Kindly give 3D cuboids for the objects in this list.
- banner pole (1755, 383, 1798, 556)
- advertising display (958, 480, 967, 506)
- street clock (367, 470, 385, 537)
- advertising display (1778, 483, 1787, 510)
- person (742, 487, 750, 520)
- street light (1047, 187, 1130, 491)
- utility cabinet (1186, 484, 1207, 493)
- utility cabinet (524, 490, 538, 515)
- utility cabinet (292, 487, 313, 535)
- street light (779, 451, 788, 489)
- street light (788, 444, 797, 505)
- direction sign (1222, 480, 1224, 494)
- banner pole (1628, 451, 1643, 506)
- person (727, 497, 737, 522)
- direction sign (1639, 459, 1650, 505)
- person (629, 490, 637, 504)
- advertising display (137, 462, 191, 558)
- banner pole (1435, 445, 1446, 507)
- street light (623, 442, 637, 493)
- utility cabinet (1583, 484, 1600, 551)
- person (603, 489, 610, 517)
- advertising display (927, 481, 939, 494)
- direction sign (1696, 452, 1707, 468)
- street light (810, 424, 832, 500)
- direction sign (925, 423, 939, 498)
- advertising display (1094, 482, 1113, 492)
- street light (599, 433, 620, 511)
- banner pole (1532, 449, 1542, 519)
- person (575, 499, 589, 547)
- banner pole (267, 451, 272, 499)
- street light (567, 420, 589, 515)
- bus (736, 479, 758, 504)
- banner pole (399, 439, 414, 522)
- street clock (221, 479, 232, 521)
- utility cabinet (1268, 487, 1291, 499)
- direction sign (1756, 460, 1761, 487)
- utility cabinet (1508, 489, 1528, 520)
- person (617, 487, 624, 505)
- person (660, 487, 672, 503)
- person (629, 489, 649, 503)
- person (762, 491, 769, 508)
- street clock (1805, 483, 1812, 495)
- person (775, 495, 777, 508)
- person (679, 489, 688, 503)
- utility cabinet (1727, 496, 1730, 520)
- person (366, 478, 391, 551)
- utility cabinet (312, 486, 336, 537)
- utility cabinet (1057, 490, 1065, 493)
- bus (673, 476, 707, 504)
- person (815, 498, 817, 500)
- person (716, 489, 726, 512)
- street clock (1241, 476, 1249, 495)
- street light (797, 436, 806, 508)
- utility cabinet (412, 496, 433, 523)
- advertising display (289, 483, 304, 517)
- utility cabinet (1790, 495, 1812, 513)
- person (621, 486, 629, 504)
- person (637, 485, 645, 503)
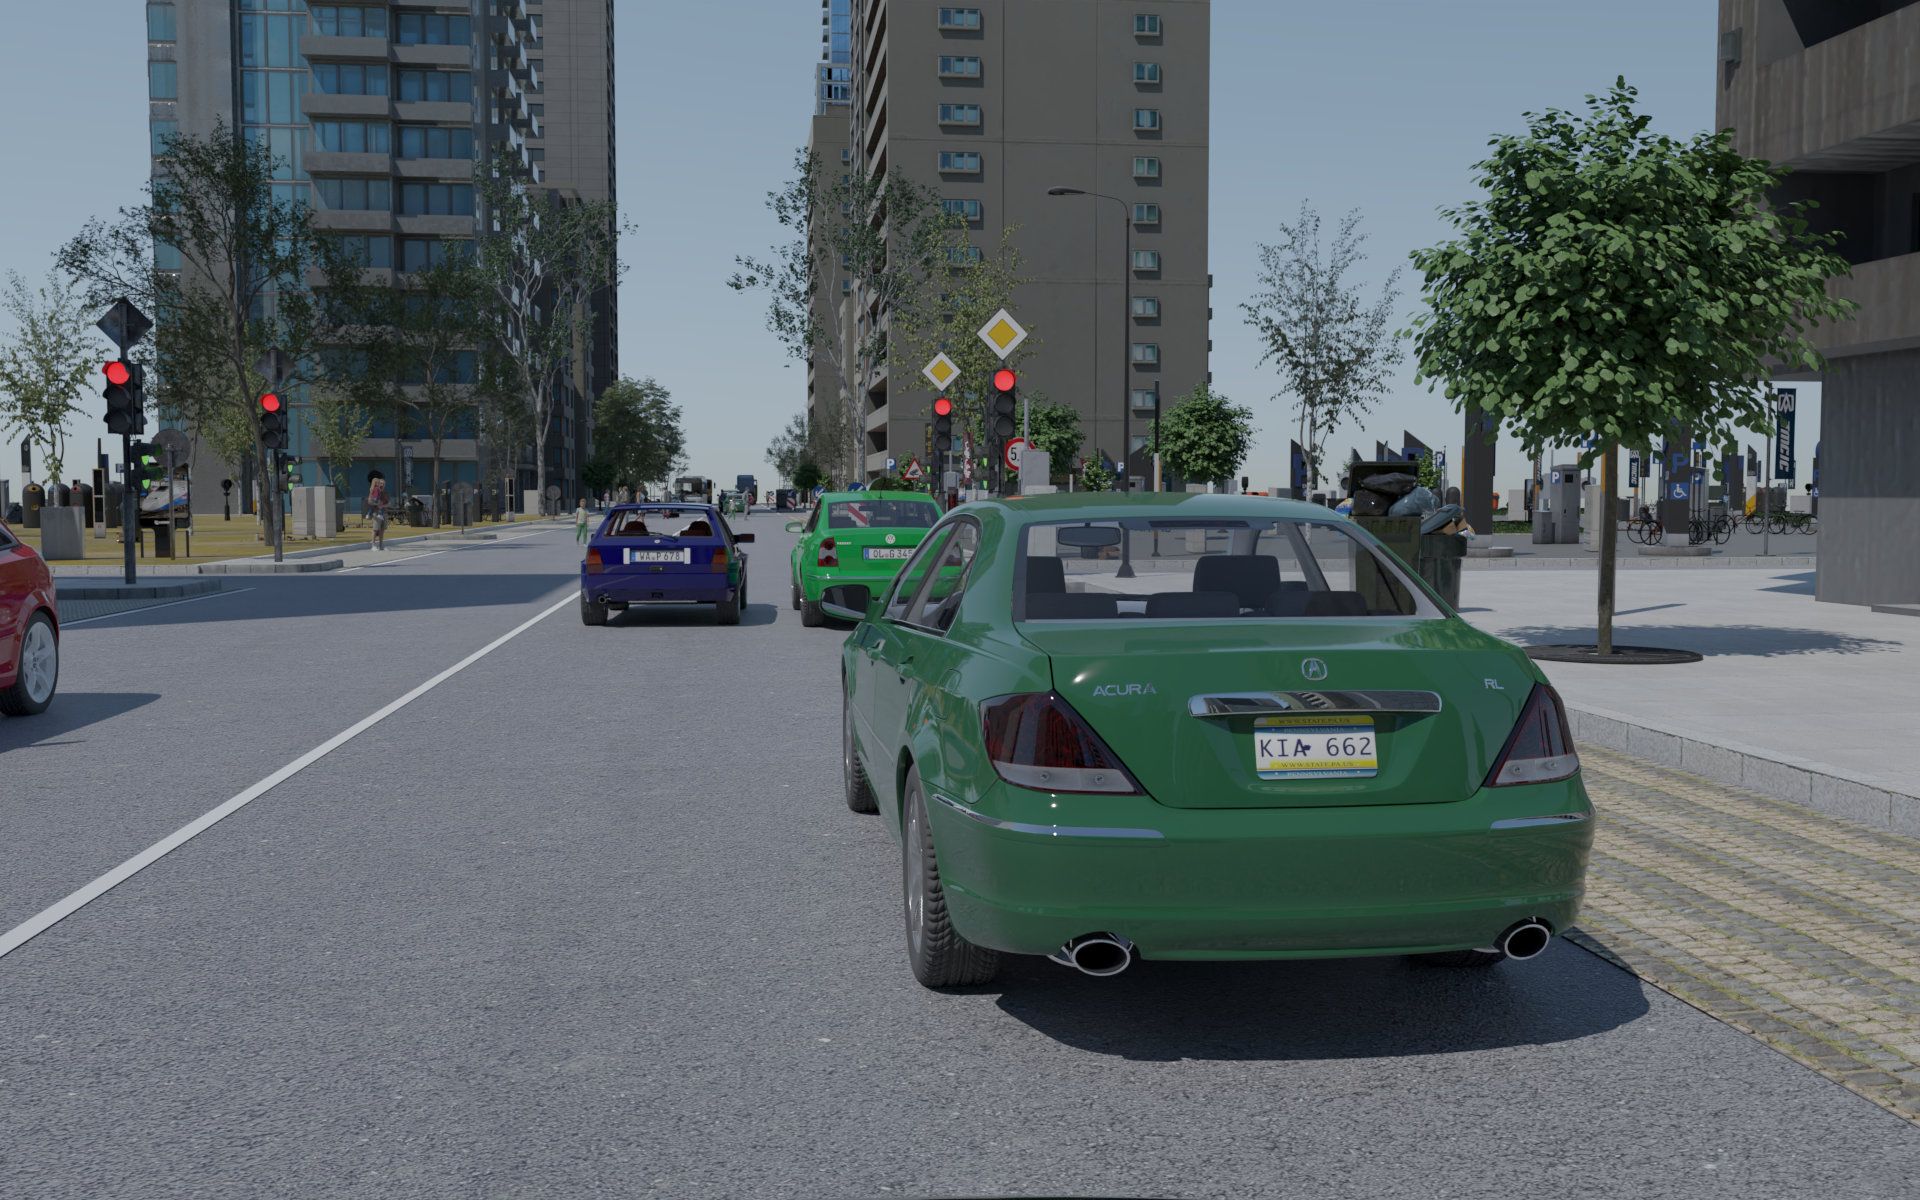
[{"bbox_3d":[16.969,-2.808,35.936,0.863,3.779,0.401,-1,4,-13],"label":"banner pole"},{"bbox_3d":[-0.138,-4.364,76.567,0.974,1.923,0.123,2,4,30],"label":"advertising display"},{"bbox_3d":[-17.589,-2.915,52.223,0.471,2.002,0.358,0,4,-4],"label":"street clock"},{"bbox_3d":[48.313,-5.906,101.776,0.974,1.923,0.123,-3,5,-40],"label":"advertising display"},{"bbox_3d":[-11.661,-5.256,94.542,0.391,1.810,0.635,0,4,2],"label":"person"},{"bbox_3d":[2.014,-3.295,26.408,1.470,5.913,1.316,0,4,-7],"label":"street light"},{"bbox_3d":[5.177,-1.786,37.888,0.318,1.500,1.173,0,3,0],"label":"utility cabinet"},{"bbox_3d":[-25.789,-5.889,104.965,1.173,1.500,0.318,0,4,3],"label":"utility cabinet"},{"bbox_3d":[-20.458,-2.770,53.973,0.318,1.500,1.173,-3,5,-41],"label":"utility cabinet"},{"bbox_3d":[-19.506,-13.741,197.208,1.470,5.913,1.316,0,4,-7],"label":"street light"},{"bbox_3d":[-15.079,-11.575,161.793,1.470,5.913,1.316,0,4,-7],"label":"street light"},{"bbox_3d":[8.696,-3.990,57.238,0.379,3.537,0.876,1,4,19],"label":"direction sign"},{"bbox_3d":[32.396,-5.676,82.821,0.863,3.779,0.401,1,4,12],"label":"banner pole"},{"bbox_3d":[-11.807,-4.711,89.773,0.590,1.304,0.306,2,4,35],"label":"person"},{"bbox_3d":[32.205,-5.473,81.479,0.876,3.537,0.379,-3,4,-38],"label":"direction sign"},{"bbox_3d":[-22.529,-6.805,120.486,0.721,1.735,1.217,3,5,43],"label":"person"},{"bbox_3d":[-16.007,-1.812,34.833,0.974,1.923,0.123,-1,4,-15],"label":"advertising display"},{"bbox_3d":[24.741,-6.061,89.112,0.863,3.779,0.401,-2,4,-26],"label":"banner pole"},{"bbox_3d":[-29.821,-11.135,154.597,1.470,5.913,1.316,0,4,-7],"label":"street light"},{"bbox_3d":[14.171,-1.837,38.714,0.318,1.500,1.173,1,4,12],"label":"utility cabinet"},{"bbox_3d":[-21.937,-6.003,107.485,0.643,1.720,0.563,-2,4,-35],"label":"person"},{"bbox_3d":[-1.232,-4.942,86.009,0.974,1.923,0.123,-3,4,-37],"label":"advertising display"},{"bbox_3d":[39.659,-6.169,92.858,0.876,3.537,0.379,-1,4,-23],"label":"direction sign"},{"bbox_3d":[-9.107,-8.725,115.198,1.470,5.913,1.316,0,4,-7],"label":"street light"},{"bbox_3d":[-0.848,-3.854,55.008,0.379,3.537,0.876,-2,4,-35],"label":"direction sign"},{"bbox_3d":[6.382,-4.451,77.988,0.974,1.923,0.123,-1,4,-12],"label":"advertising display"},{"bbox_3d":[-26.777,-9.725,131.550,1.470,5.913,1.316,0,4,-7],"label":"street light"},{"bbox_3d":[20.347,-4.346,61.077,0.401,3.779,0.863,0,4,-4],"label":"banner pole"},{"bbox_3d":[-10.205,-2.079,46.741,0.306,1.304,0.590,-2,4,-35],"label":"person"},{"bbox_3d":[-40.477,-6.824,101.589,0.401,3.779,0.863,-3,5,-44],"label":"banner pole"},{"bbox_3d":[-23.875,-8.306,108.349,1.470,5.913,1.316,0,4,-7],"label":"street light"},{"bbox_3d":[-31.032,-15.966,252.587,2.896,3.916,12.252,-1,4,-9],"label":"bus"},{"bbox_3d":[-25.334,-5.452,79.153,0.401,3.779,0.863,3,5,41],"label":"banner pole"},{"bbox_3d":[-35.142,-4.798,83.020,0.358,2.002,0.471,2,4,32],"label":"street clock"},{"bbox_3d":[10.042,-2.793,54.339,0.318,1.500,1.173,2,4,33],"label":"utility cabinet"},{"bbox_3d":[53.604,-7.619,116.572,0.379,3.537,0.876,-1,4,-11],"label":"direction sign"},{"bbox_3d":[26.735,-4.513,82.468,1.173,1.500,0.318,1,4,21],"label":"utility cabinet"},{"bbox_3d":[-19.582,-5.617,100.309,0.822,1.834,0.622,-3,4,-37],"label":"person"},{"bbox_3d":[-16.630,-5.465,97.954,0.679,1.850,0.850,-1,4,-18],"label":"person"},{"bbox_3d":[-20.343,-6.191,109.810,1.348,1.812,0.705,0,4,4],"label":"person"},{"bbox_3d":[-20.199,-10.467,180.160,0.750,1.759,0.617,0,4,-1],"label":"person"},{"bbox_3d":[56.635,-6.790,115.583,0.358,2.002,0.471,-1,4,-21],"label":"street clock"},{"bbox_3d":[-18.692,-10.298,177.816,0.756,1.711,0.436,-3,4,-37],"label":"person"},{"bbox_3d":[-21.994,-7.893,137.559,0.705,1.824,1.348,1,4,19],"label":"person"},{"bbox_3d":[33.123,-3.933,75.473,1.020,1.237,0.306,-3,4,-36],"label":"utility cabinet"},{"bbox_3d":[-14.599,-2.141,43.476,0.573,1.828,0.580,0,4,-5],"label":"person"},{"bbox_3d":[-18.665,-2.586,50.962,0.318,1.500,1.173,-2,4,-34],"label":"utility cabinet"},{"bbox_3d":[6.008,-5.841,104.183,0.318,1.500,1.173,1,4,21],"label":"utility cabinet"},{"bbox_3d":[-26.014,-10.572,167.706,2.948,3.499,13.247,0,4,-6],"label":"bus"},{"bbox_3d":[-8.079,-5.189,97.610,0.475,1.303,0.640,-2,4,-24],"label":"person"},{"bbox_3d":[-18.593,-7.754,135.266,0.705,1.826,1.348,1,4,23],"label":"person"},{"bbox_3d":[11.714,-4.077,71.226,0.358,2.002,0.471,1,4,19],"label":"street clock"},{"bbox_3d":[-12.064,-10.150,138.494,1.470,5.913,1.316,0,4,-7],"label":"street light"},{"bbox_3d":[-23.555,-3.965,75.987,0.306,1.237,1.020,2,4,24],"label":"utility cabinet"},{"bbox_3d":[-37.757,-5.712,98.605,0.123,1.923,0.974,2,4,26],"label":"advertising display"},{"bbox_3d":[39.533,-4.292,81.343,0.306,1.237,1.020,-2,4,-30],"label":"utility cabinet"},{"bbox_3d":[-14.344,-3.980,74.114,0.362,1.759,0.519,0,4,2],"label":"person"},{"bbox_3d":[-14.033,-4.115,75.866,0.778,1.811,0.616,1,4,8],"label":"person"}]
